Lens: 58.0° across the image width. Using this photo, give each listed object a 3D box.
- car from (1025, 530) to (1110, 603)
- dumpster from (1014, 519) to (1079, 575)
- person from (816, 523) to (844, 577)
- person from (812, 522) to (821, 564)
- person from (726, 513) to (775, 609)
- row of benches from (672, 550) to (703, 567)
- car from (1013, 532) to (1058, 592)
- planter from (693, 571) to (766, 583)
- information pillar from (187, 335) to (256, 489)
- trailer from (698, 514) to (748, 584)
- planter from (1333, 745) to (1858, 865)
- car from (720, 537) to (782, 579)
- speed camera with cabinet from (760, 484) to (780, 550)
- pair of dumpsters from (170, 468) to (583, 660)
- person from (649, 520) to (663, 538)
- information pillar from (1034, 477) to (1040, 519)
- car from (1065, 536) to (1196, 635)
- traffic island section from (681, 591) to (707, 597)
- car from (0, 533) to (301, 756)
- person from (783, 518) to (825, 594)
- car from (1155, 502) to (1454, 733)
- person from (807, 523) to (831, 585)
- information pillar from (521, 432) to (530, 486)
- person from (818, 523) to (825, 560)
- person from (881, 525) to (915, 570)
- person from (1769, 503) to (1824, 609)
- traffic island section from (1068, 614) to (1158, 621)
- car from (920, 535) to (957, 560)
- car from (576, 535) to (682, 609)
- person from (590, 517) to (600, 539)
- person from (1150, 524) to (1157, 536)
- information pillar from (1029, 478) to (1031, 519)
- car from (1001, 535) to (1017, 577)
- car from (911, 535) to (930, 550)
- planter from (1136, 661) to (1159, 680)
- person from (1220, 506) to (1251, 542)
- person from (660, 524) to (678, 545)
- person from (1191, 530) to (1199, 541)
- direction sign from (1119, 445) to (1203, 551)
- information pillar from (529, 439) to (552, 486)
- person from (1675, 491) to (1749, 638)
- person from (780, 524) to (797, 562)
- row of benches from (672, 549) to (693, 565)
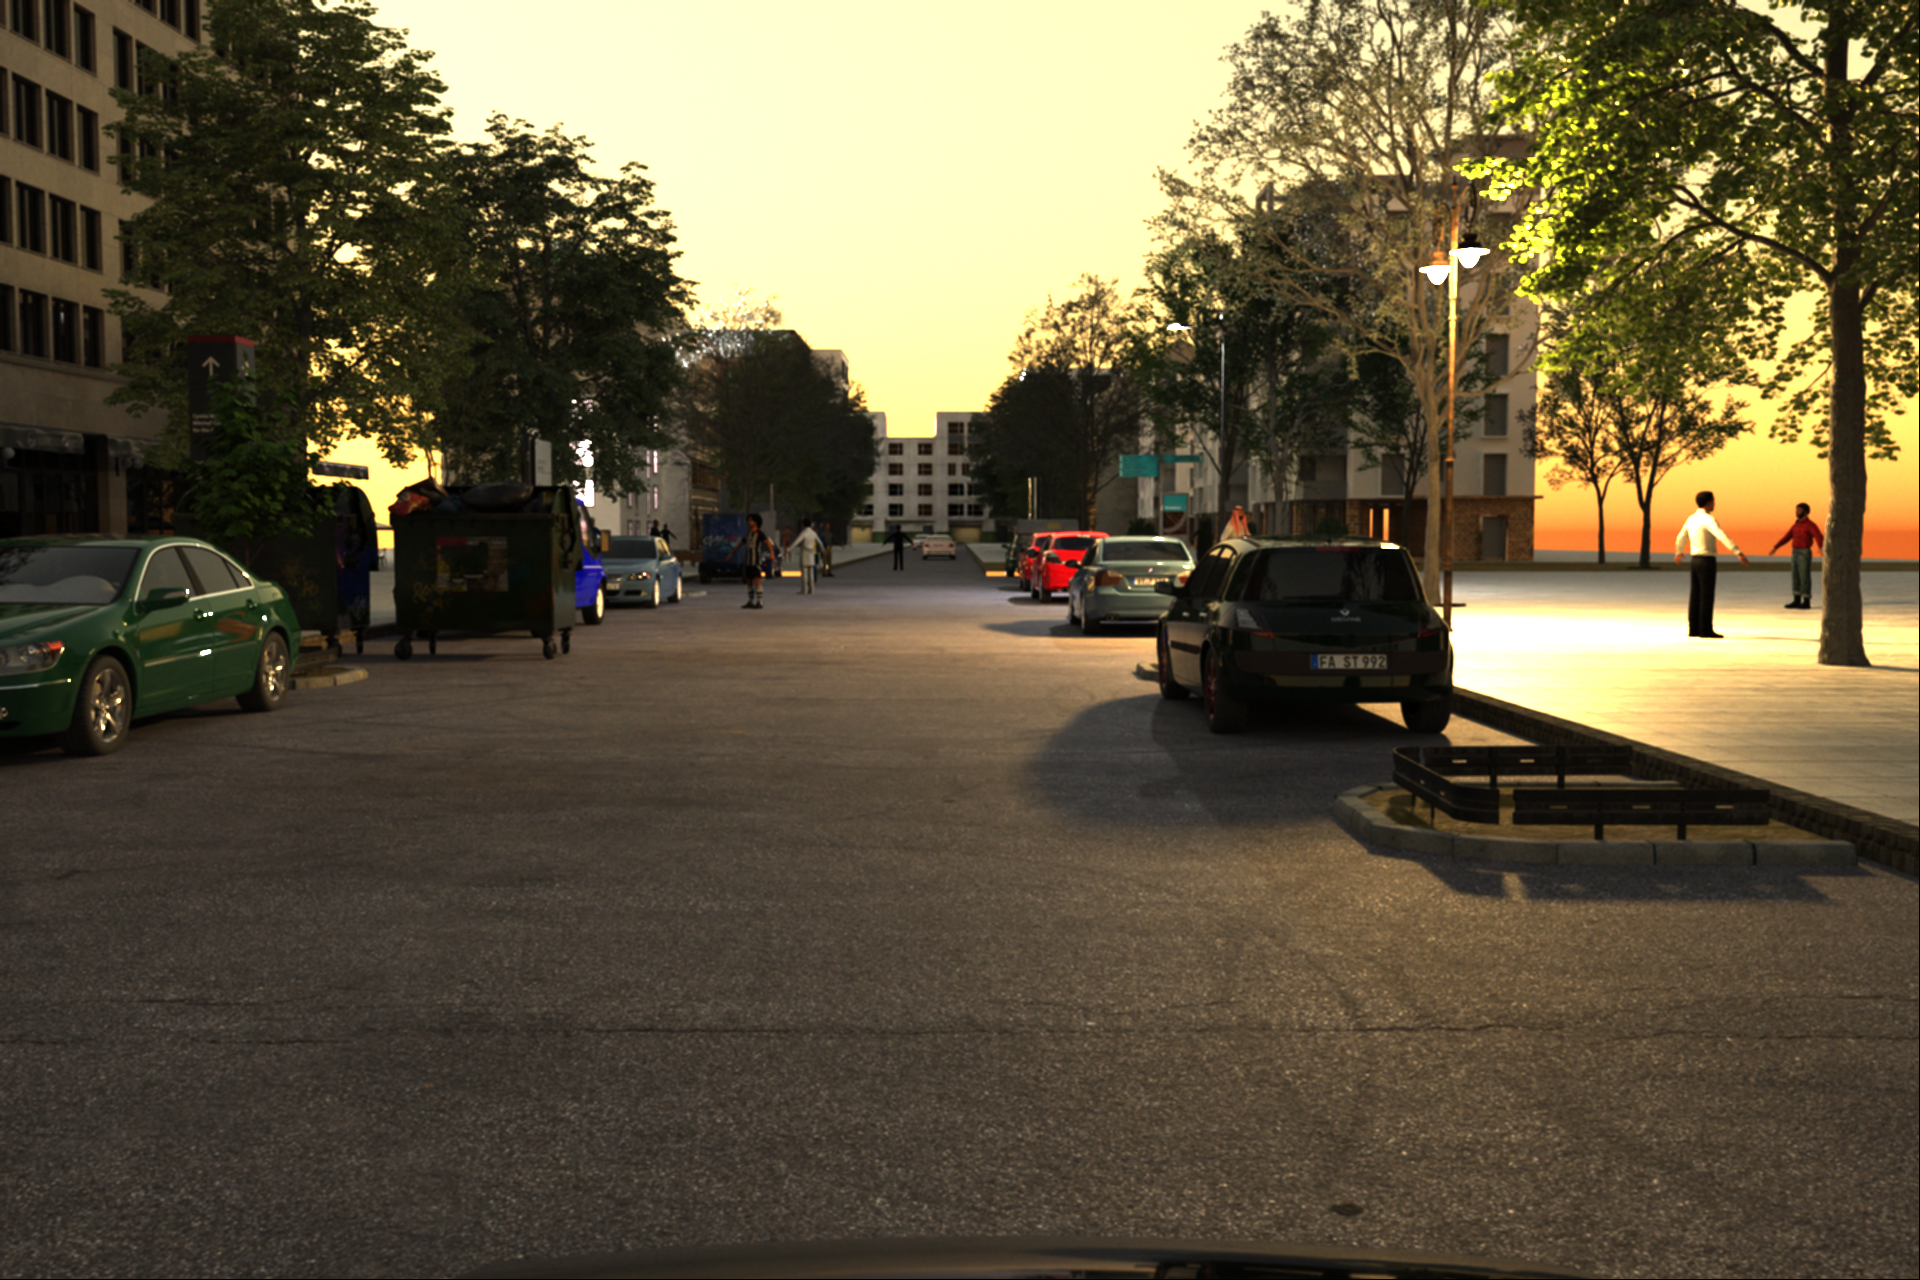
[{"bbox_3d":[2.507,-1.734,37.383,2.155,1.783,4.494,0,4,-1],"label":"car"},{"bbox_3d":[2.533,-2.573,50.292,1.865,1.857,1.264,0,4,-1],"label":"dumpster"},{"bbox_3d":[-4.462,-3.031,58.287,1.348,1.796,0.705,-3,5,-44],"label":"person"},{"bbox_3d":[-6.223,-4.145,73.903,0.705,1.813,1.348,2,4,29],"label":"person"},{"bbox_3d":[-3.984,-1.511,33.299,1.345,1.843,0.704,3,5,42],"label":"person"},{"bbox_3d":[-10.065,-3.220,68.115,4.104,0.672,1.422,0,4,-6],"label":"row of benches"},{"bbox_3d":[2.463,-2.171,44.537,2.155,1.783,4.494,0,4,0],"label":"car"},{"bbox_3d":[-6.909,-1.900,52.208,1.991,0.319,1.994,0,3,0],"label":"planter"},{"bbox_3d":[-9.735,-2.052,22.936,0.750,3.857,0.750,0,4,-1],"label":"information pillar"},{"bbox_3d":[-6.719,-2.577,49.187,1.471,1.999,3.904,0,4,0],"label":"trailer"},{"bbox_3d":[2.904,0.774,8.492,1.991,0.319,1.994,0,4,1],"label":"planter"},{"bbox_3d":[-6.857,-2.715,56.971,1.945,1.354,3.894,0,4,0],"label":"car"},{"bbox_3d":[-7.585,-4.564,68.950,0.660,3.252,2.038,0,4,0],"label":"speed camera with cabinet"},{"bbox_3d":[-6.726,-0.929,20.133,4.436,2.255,1.574,0,4,0],"label":"pair of dumpsters"},{"bbox_3d":[-11.156,-3.514,63.677,0.704,1.802,1.346,1,4,13],"label":"person"},{"bbox_3d":[3.189,-4.918,71.724,0.184,3.620,1.656,0,4,-1],"label":"information pillar"},{"bbox_3d":[2.608,-0.856,25.994,2.014,1.417,4.499,0,4,0],"label":"car"},{"bbox_3d":[-6.941,-1.058,40.169,1.991,0.108,1.994,0,3,0],"label":"traffic island section"},{"bbox_3d":[-6.437,-0.053,12.668,2.131,1.459,4.920,0,4,-1],"label":"car"},{"bbox_3d":[-3.682,-2.006,41.449,0.705,1.806,1.347,3,5,40],"label":"person"},{"bbox_3d":[2.625,-0.249,13.853,2.009,1.686,4.222,0,4,-1],"label":"car"},{"bbox_3d":[-4.200,-2.418,48.459,1.216,1.772,0.721,0,4,4],"label":"person"},{"bbox_3d":[-9.945,-2.957,39.703,0.183,3.616,0.504,0,4,0],"label":"information pillar"},{"bbox_3d":[-6.928,-4.928,86.703,0.704,1.817,1.347,-2,4,-29],"label":"person"},{"bbox_3d":[-2.446,-3.675,68.730,1.347,1.806,0.705,-1,4,-13],"label":"person"},{"bbox_3d":[14.395,-1.442,29.679,0.704,1.816,1.345,-1,4,-11],"label":"person"},{"bbox_3d":[2.852,-0.403,29.455,1.991,0.108,1.994,0,4,0],"label":"traffic island section"},{"bbox_3d":[-1.197,-5.223,97.757,2.083,1.381,4.827,0,4,-1],"label":"car"},{"bbox_3d":[-6.697,-1.395,34.809,2.014,1.417,4.499,0,4,0],"label":"car"},{"bbox_3d":[-12.150,-3.142,57.248,1.347,1.842,0.705,-3,4,-37],"label":"person"},{"bbox_3d":[9.509,-4.962,87.094,1.349,1.833,0.705,-3,5,-41],"label":"person"},{"bbox_3d":[2.919,-4.959,72.436,0.183,3.616,0.504,0,4,0],"label":"information pillar"},{"bbox_3d":[2.480,-2.895,59.126,2.131,1.459,4.920,0,4,0],"label":"car"},{"bbox_3d":[-3.372,-8.888,157.678,2.083,1.381,4.827,0,4,0],"label":"car"},{"bbox_3d":[2.817,0.217,17.588,1.991,0.319,1.994,0,4,1],"label":"planter"},{"bbox_3d":[5.302,-1.638,32.926,1.347,1.811,0.704,-3,5,-44],"label":"person"},{"bbox_3d":[-16.188,-5.468,95.329,1.347,1.837,0.705,1,4,11],"label":"person"},{"bbox_3d":[13.281,-5.447,95.195,1.346,1.812,0.704,-1,4,-20],"label":"person"},{"bbox_3d":[6.058,-3.849,51.689,2.525,3.948,1.411,0,3,0],"label":"direction sign"},{"bbox_3d":[-10.539,-3.196,43.572,0.184,3.620,1.656,0,3,0],"label":"information pillar"},{"bbox_3d":[9.223,-0.934,21.421,0.704,1.810,1.344,-1,4,-12],"label":"person"},{"bbox_3d":[-8.070,-4.527,80.815,1.217,1.733,0.721,-1,4,-11],"label":"person"},{"bbox_3d":[-12.704,-3.477,72.305,4.104,0.672,1.422,3,4,37],"label":"row of benches"}]
